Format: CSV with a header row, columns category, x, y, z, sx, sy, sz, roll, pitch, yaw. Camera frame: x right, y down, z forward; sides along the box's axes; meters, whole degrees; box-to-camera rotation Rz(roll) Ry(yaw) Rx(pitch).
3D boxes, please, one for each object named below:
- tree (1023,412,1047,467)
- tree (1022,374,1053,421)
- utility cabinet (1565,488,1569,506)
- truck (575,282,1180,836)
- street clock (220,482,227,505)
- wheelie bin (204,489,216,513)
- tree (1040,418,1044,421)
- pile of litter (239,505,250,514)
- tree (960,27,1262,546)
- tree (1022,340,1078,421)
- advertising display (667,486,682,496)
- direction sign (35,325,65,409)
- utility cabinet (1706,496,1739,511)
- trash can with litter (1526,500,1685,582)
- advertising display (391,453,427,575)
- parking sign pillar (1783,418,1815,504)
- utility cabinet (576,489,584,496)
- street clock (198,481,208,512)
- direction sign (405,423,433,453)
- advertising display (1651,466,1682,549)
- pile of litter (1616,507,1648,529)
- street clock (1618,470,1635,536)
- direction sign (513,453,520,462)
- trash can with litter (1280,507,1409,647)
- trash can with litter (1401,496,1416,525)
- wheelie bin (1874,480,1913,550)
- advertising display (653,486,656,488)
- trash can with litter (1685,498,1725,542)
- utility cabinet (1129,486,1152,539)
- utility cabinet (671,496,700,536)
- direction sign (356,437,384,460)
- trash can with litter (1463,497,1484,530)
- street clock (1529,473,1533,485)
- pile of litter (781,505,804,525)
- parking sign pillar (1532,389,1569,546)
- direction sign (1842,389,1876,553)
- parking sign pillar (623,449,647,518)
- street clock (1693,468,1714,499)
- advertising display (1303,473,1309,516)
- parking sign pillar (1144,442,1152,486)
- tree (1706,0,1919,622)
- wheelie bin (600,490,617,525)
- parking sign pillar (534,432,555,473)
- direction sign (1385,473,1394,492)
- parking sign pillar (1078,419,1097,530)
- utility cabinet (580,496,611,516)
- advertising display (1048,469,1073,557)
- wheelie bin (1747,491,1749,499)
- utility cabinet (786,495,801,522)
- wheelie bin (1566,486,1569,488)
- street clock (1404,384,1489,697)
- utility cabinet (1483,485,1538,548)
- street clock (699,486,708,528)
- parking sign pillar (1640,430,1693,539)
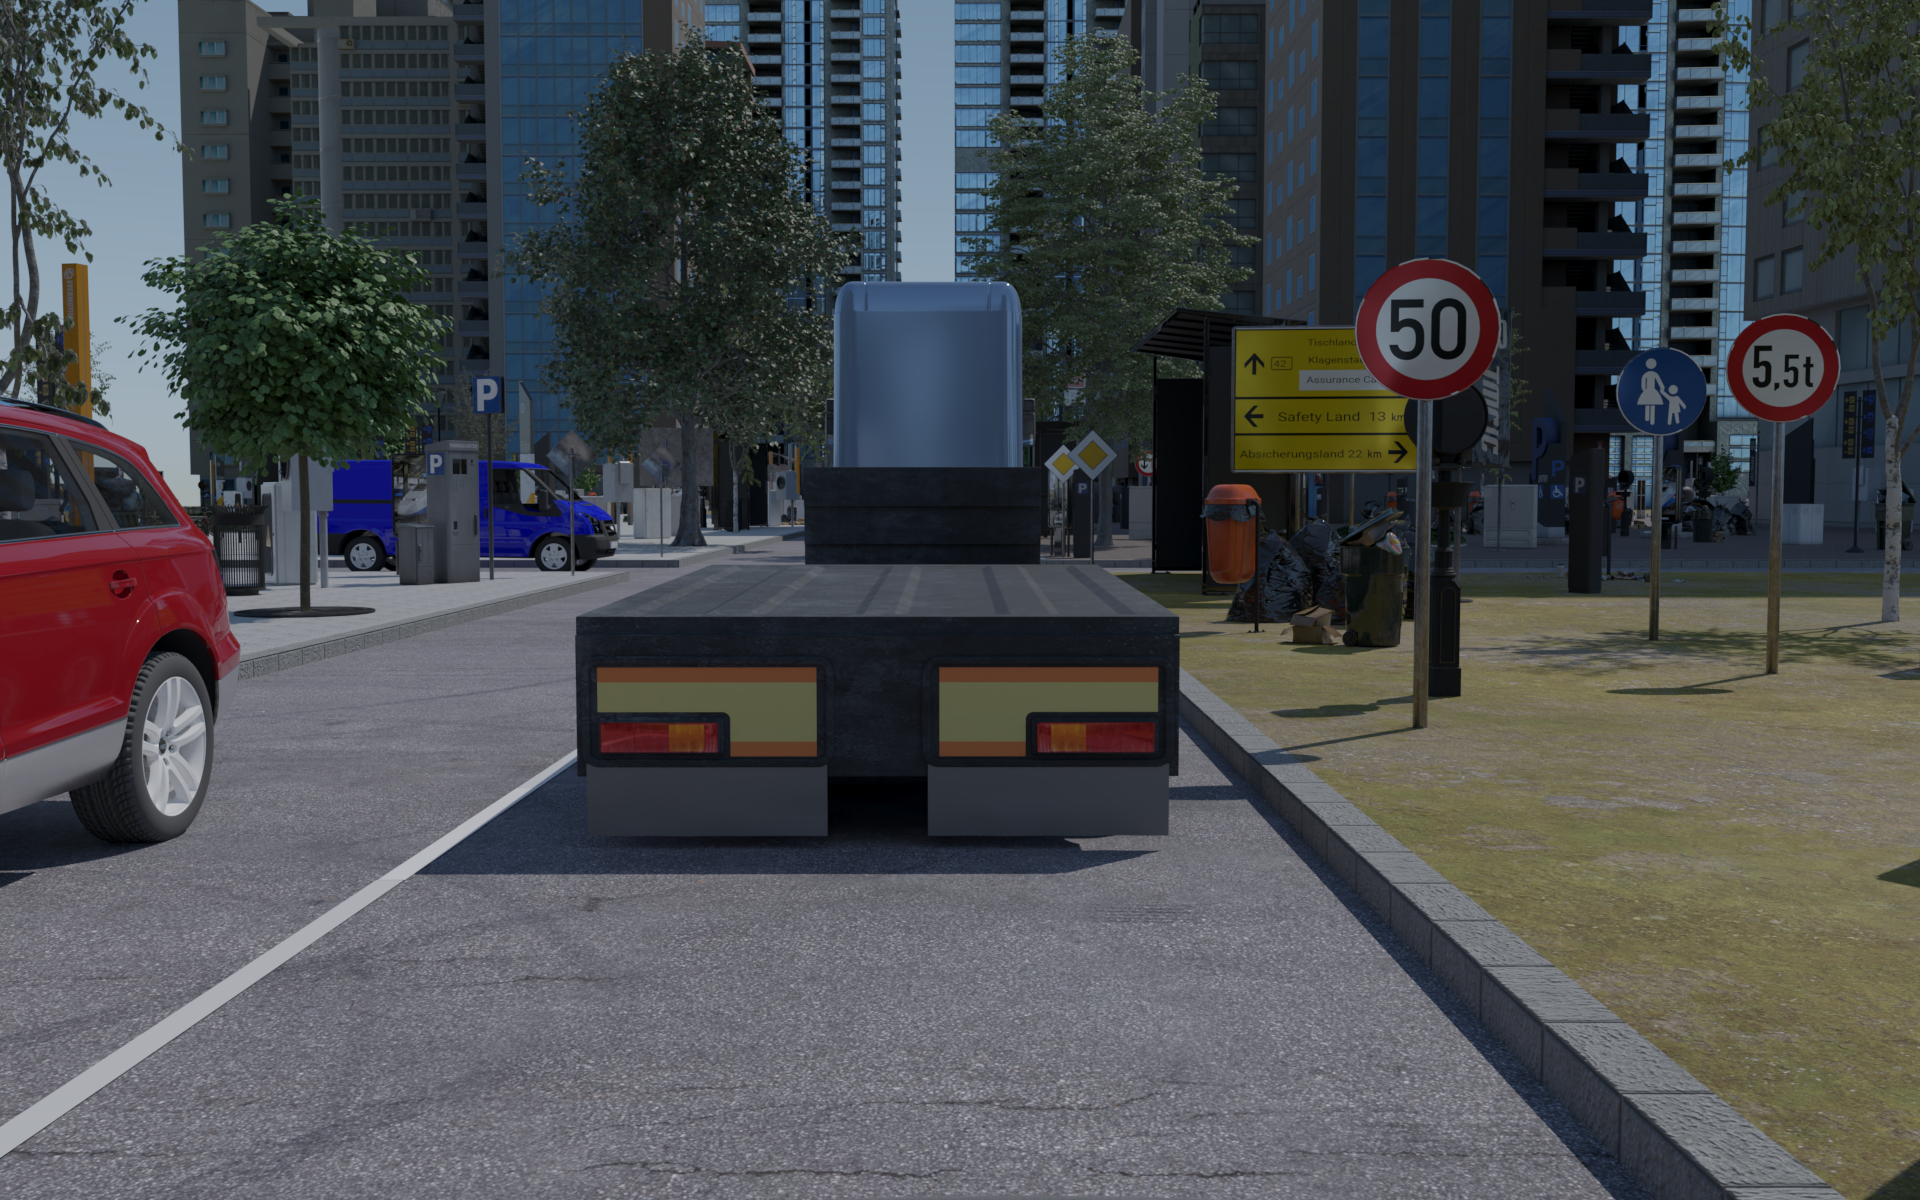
category,x,y,z,sx,sy,sz,roll,pitch,yaw
tree,2.921,-5.055,66.362,4.285,4.588,4.351,0,3,0
tree,3.491,-9.464,105.105,4.737,8.622,4.395,0,3,0
utility cabinet,20.402,-3.096,59.304,1.173,1.500,0.318,0,4,-6
truck,-0.378,-1.617,16.196,2.967,4.110,18.799,0,4,0
street clock,-42.785,-5.877,100.659,0.471,2.002,0.358,3,5,44
wheelie bin,-46.078,-6.015,106.247,0.693,1.594,0.980,-1,4,-12
tree,2.804,-13.968,145.392,9.611,12.733,9.660,0,3,0
pile of litter,-28.945,-3.389,69.369,1.176,0.858,1.719,0,4,-1
tree,3.585,-7.658,43.337,7.486,12.596,7.792,0,3,0
tree,3.173,-12.796,119.586,12.009,13.543,11.850,0,3,0
advertising display,-13.904,-4.897,85.275,0.974,1.923,0.123,1,4,17
direction sign,-12.218,-1.922,23.416,0.876,3.537,0.379,3,4,36
utility cabinet,26.417,-2.981,59.903,1.020,1.237,0.306,-1,4,-18
trash can with litter,9.754,-0.909,25.916,1.678,1.210,2.233,-2,4,-28
advertising display,-8.480,-1.355,27.371,0.974,1.923,0.123,0,4,4
parking sign pillar,29.699,-4.478,61.681,1.447,3.967,1.447,-3,5,-43
utility cabinet,-17.653,-4.329,79.465,0.318,1.500,1.173,-3,4,-39
street clock,-41.160,-5.482,94.202,0.471,2.002,0.358,0,4,-5
direction sign,-17.136,-3.848,54.910,0.876,3.537,0.379,-3,4,-37
advertising display,16.495,-2.157,40.488,0.123,1.923,0.974,-1,4,-12
pile of litter,25.167,-3.103,64.692,1.719,0.858,1.176,-2,4,-35
street clock,20.205,-2.937,52.590,0.358,2.002,0.471,-1,4,-23
direction sign,-24.267,-6.290,94.837,0.379,3.537,0.876,1,4,15
trash can with litter,3.257,-0.202,14.682,1.055,1.170,0.624,2,4,26
trash can with litter,12.949,-2.465,51.361,2.233,1.210,1.678,0,4,7
wheelie bin,21.373,-1.939,39.617,0.693,1.594,0.980,0,4,-4
advertising display,-17.673,-5.809,100.190,0.123,1.923,0.974,-1,4,-16
trash can with litter,19.916,-2.131,46.234,1.055,1.170,0.624,-2,4,-35
utility cabinet,5.351,-2.456,48.837,1.173,1.500,0.318,3,4,36
utility cabinet,-8.445,-2.540,52.699,1.020,1.237,0.306,-2,4,-27
direction sign,-19.658,-4.023,57.777,0.876,3.537,0.379,0,4,-8
trash can with litter,18.695,-3.128,62.538,1.055,1.170,0.624,-3,5,-40
street clock,19.775,-3.379,59.815,0.358,2.002,0.471,1,4,23
pile of litter,-6.813,-3.524,71.585,1.719,0.858,1.176,-1,4,-12
parking sign pillar,14.883,-3.381,43.747,1.447,3.967,1.447,0,4,0
direction sign,19.667,-2.810,37.948,0.379,3.537,0.876,-1,4,-16
parking sign pillar,-16.590,-6.149,89.000,1.447,3.967,1.447,1,4,22
street clock,20.360,-2.615,47.332,0.358,2.002,0.471,0,4,-1
advertising display,10.364,-2.912,52.825,0.123,1.923,0.974,-1,4,-15
parking sign pillar,9.828,-6.123,88.591,1.447,3.967,1.447,-1,4,-10
tree,9.351,-4.075,16.994,4.737,8.622,4.395,0,3,0
wheelie bin,-14.675,-3.970,72.818,0.693,1.594,0.980,3,5,42
parking sign pillar,-18.243,-5.309,75.274,1.447,3.967,1.447,2,4,24
direction sign,17.452,-4.793,70.359,0.379,3.537,0.876,2,4,35
parking sign pillar,4.203,-4.509,62.198,1.447,3.967,1.447,-2,4,-28
utility cabinet,-10.973,-2.488,51.841,1.020,1.237,0.306,1,4,14
advertising display,2.065,-1.865,35.715,0.123,1.923,0.974,-1,4,-21
wheelie bin,46.693,-5.753,101.966,0.693,1.594,0.980,1,4,16
utility cabinet,-7.934,-4.272,81.012,1.020,1.237,0.306,0,4,1
wheelie bin,24.318,-3.740,69.064,0.980,1.594,0.693,-2,4,-35
street clock,3.069,-0.393,10.989,0.471,2.002,0.358,0,4,-7
utility cabinet,13.040,-1.979,41.042,1.173,1.500,0.318,3,4,36
street clock,-9.766,-3.751,65.906,0.471,2.002,0.358,3,5,44
parking sign pillar,20.506,-3.773,50.165,1.447,3.967,1.447,0,4,3
